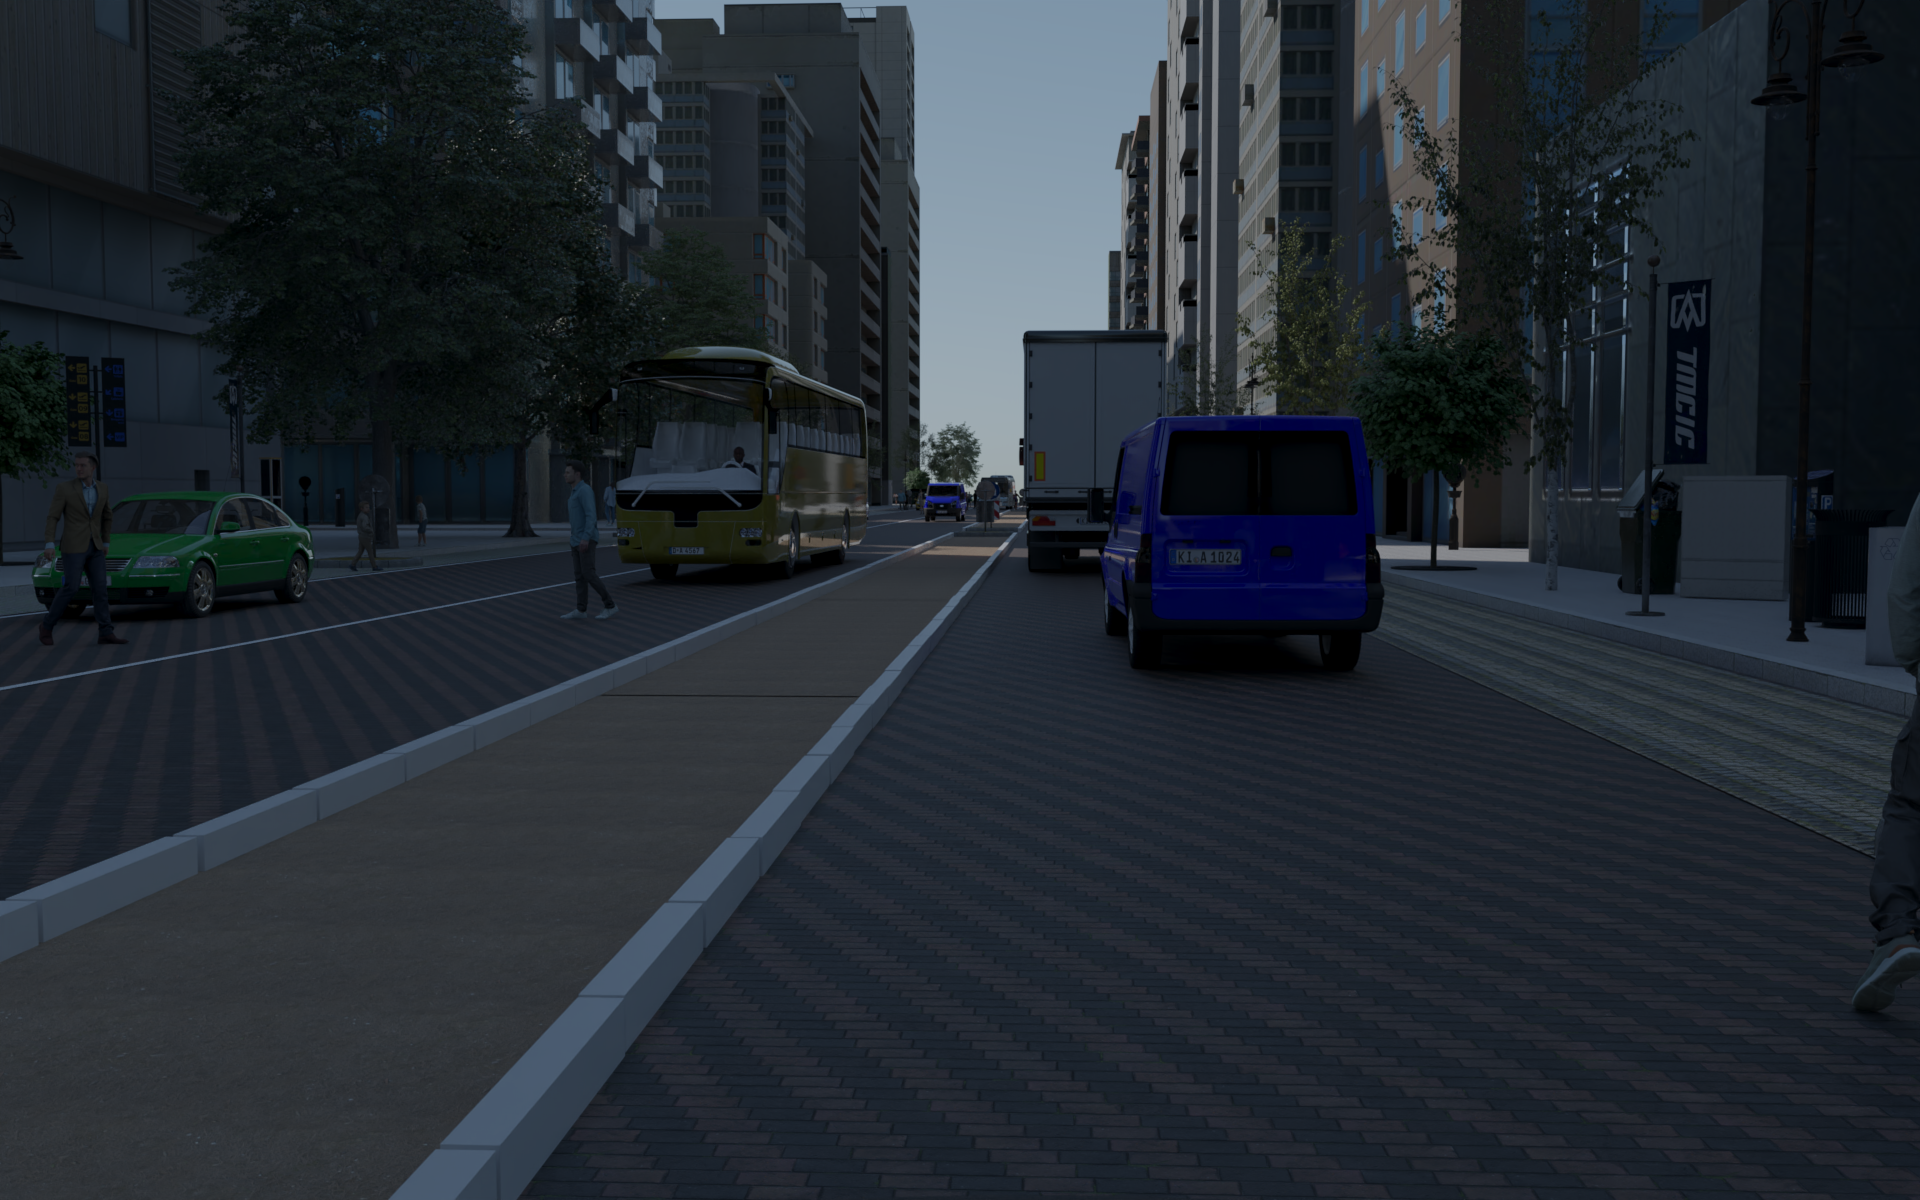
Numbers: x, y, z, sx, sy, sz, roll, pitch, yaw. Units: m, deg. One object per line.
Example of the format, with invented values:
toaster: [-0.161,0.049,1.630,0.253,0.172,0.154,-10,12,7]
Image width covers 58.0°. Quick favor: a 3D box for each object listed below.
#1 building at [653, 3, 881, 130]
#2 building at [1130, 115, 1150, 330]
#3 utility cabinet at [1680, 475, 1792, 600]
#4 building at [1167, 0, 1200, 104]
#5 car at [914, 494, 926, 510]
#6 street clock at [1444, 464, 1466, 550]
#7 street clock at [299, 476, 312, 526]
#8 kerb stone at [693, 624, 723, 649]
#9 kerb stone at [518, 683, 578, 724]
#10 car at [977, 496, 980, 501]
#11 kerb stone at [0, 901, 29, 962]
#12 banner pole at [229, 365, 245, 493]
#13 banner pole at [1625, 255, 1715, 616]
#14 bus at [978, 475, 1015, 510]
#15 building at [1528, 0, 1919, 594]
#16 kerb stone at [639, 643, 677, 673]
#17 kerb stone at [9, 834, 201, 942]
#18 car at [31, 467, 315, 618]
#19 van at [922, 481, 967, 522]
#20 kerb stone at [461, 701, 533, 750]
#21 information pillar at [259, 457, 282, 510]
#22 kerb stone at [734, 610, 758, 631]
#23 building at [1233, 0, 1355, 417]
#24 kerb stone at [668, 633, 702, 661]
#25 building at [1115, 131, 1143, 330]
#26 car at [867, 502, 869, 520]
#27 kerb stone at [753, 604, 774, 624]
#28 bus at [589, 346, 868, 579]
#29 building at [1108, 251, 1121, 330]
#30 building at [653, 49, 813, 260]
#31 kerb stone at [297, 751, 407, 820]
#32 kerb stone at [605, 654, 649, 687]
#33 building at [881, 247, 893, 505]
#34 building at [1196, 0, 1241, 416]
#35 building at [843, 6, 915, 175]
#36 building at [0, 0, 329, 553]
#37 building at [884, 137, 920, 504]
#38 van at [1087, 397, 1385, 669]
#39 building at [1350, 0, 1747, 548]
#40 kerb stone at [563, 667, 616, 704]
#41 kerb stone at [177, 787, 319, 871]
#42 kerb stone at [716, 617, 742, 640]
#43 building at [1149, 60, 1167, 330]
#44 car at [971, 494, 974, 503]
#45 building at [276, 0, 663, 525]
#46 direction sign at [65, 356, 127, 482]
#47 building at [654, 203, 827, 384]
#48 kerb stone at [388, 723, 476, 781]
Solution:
building: [-19.676,-33.811,176.519,21.300,48.544,21.600,0,4,3]
building: [30.729,-33.214,197.665,22.147,44.769,28.867,0,4,3]
utility cabinet: [9.438,-0.758,21.076,1.173,1.500,0.318,3,4,37]
building: [32.717,-34.585,154.702,28.713,52.752,27.495,0,4,3]
car: [-2.992,-8.725,152.881,2.015,1.641,3.980,0,4,2]
street clock: [11.328,-2.148,39.694,0.471,2.002,0.358,2,4,32]
street clock: [-26.184,-3.958,69.286,0.471,2.002,0.358,-1,4,-16]
kerb stone: [-2.406,0.364,16.249,0.120,0.150,1.000,0,4,3]
kerb stone: [-2.671,0.678,11.140,0.120,0.150,1.000,0,4,3]
car: [3.032,-14.139,242.975,2.131,1.459,4.920,0,4,4]
kerb stone: [-2.992,1.054,4.964,0.120,0.150,1.000,0,4,3]
banner pole: [-13.962,-2.659,33.486,0.401,3.779,0.863,0,4,-4]
banner pole: [7.405,-1.714,18.048,0.401,3.779,0.863,-3,5,-40]
bus: [3.581,-10.280,162.945,2.948,3.499,13.247,0,4,5]
building: [21.110,-42.903,14.143,22.319,86.520,31.000,0,4,3]
kerb stone: [-2.508,0.489,14.205,0.120,0.150,1.000,0,4,3]
kerb stone: [-2.942,0.993,5.994,0.120,0.150,1.000,0,4,3]
car: [-9.594,-0.772,21.415,1.959,1.807,4.718,0,4,1]
van: [-0.759,-5.312,91.230,2.240,2.365,5.245,0,4,4]
kerb stone: [-2.721,0.739,10.117,0.120,0.150,1.000,0,4,3]
information pillar: [-13.890,-1.862,34.937,0.304,2.012,0.304,1,4,21]
kerb stone: [-2.304,0.239,18.295,0.120,0.150,1.000,0,4,3]
building: [26.134,-23.931,83.152,23.993,40.220,32.217,0,4,3]
kerb stone: [-2.451,0.426,15.226,0.120,0.150,1.000,0,4,3]
building: [36.752,-40.150,245.695,28.713,52.752,27.495,0,4,3]
car: [-6.051,-5.073,95.297,2.083,1.381,4.827,0,4,1]
kerb stone: [-2.242,0.176,19.322,0.120,0.150,1.000,0,4,3]
bus: [-3.769,-2.503,32.476,2.896,3.916,12.252,0,4,4]
building: [31.788,-37.160,291.165,14.154,41.232,14.086,0,4,3]
building: [-26.829,-28.286,154.358,32.217,40.220,23.993,0,4,3]
kerb stone: [-2.828,0.865,8.055,0.120,0.150,1.000,0,4,3]
kerb stone: [-2.564,0.551,13.181,0.120,0.150,1.000,0,4,3]
building: [-15.258,-25.871,194.686,14.160,30.474,14.107,0,4,3]
building: [27.823,-35.651,124.886,21.231,58.520,28.212,0,4,3]
building: [-15.105,-50.268,260.130,20.563,71.187,20.611,0,4,3]
building: [-33.063,-27.556,39.787,27.495,52.752,28.713,0,4,3]
building: [-16.923,-37.636,239.050,21.300,48.544,21.600,0,4,3]
van: [2.364,-0.701,15.841,2.240,2.365,5.245,0,4,1]
building: [18.829,-24.220,46.102,14.600,45.320,14.200,0,4,3]
kerb stone: [-2.620,0.614,12.161,0.120,0.150,1.000,0,4,3]
kerb stone: [-2.881,0.930,7.029,0.120,0.150,1.000,0,4,3]
kerb stone: [-2.354,0.301,17.274,0.120,0.150,1.000,0,4,3]
building: [26.548,-32.170,176.084,14.600,45.320,14.200,0,4,3]
car: [1.298,-16.628,280.662,1.959,1.807,4.718,0,4,4]
building: [-27.294,-28.408,84.081,23.786,49.044,30.456,0,4,3]
direction sign: [-14.270,-2.244,28.681,0.876,3.537,0.379,-2,4,-34]
building: [-25.038,-17.016,123.245,27.650,21.520,28.899,0,4,3]
kerb stone: [-2.777,0.802,9.086,0.120,0.150,1.000,0,4,3]
